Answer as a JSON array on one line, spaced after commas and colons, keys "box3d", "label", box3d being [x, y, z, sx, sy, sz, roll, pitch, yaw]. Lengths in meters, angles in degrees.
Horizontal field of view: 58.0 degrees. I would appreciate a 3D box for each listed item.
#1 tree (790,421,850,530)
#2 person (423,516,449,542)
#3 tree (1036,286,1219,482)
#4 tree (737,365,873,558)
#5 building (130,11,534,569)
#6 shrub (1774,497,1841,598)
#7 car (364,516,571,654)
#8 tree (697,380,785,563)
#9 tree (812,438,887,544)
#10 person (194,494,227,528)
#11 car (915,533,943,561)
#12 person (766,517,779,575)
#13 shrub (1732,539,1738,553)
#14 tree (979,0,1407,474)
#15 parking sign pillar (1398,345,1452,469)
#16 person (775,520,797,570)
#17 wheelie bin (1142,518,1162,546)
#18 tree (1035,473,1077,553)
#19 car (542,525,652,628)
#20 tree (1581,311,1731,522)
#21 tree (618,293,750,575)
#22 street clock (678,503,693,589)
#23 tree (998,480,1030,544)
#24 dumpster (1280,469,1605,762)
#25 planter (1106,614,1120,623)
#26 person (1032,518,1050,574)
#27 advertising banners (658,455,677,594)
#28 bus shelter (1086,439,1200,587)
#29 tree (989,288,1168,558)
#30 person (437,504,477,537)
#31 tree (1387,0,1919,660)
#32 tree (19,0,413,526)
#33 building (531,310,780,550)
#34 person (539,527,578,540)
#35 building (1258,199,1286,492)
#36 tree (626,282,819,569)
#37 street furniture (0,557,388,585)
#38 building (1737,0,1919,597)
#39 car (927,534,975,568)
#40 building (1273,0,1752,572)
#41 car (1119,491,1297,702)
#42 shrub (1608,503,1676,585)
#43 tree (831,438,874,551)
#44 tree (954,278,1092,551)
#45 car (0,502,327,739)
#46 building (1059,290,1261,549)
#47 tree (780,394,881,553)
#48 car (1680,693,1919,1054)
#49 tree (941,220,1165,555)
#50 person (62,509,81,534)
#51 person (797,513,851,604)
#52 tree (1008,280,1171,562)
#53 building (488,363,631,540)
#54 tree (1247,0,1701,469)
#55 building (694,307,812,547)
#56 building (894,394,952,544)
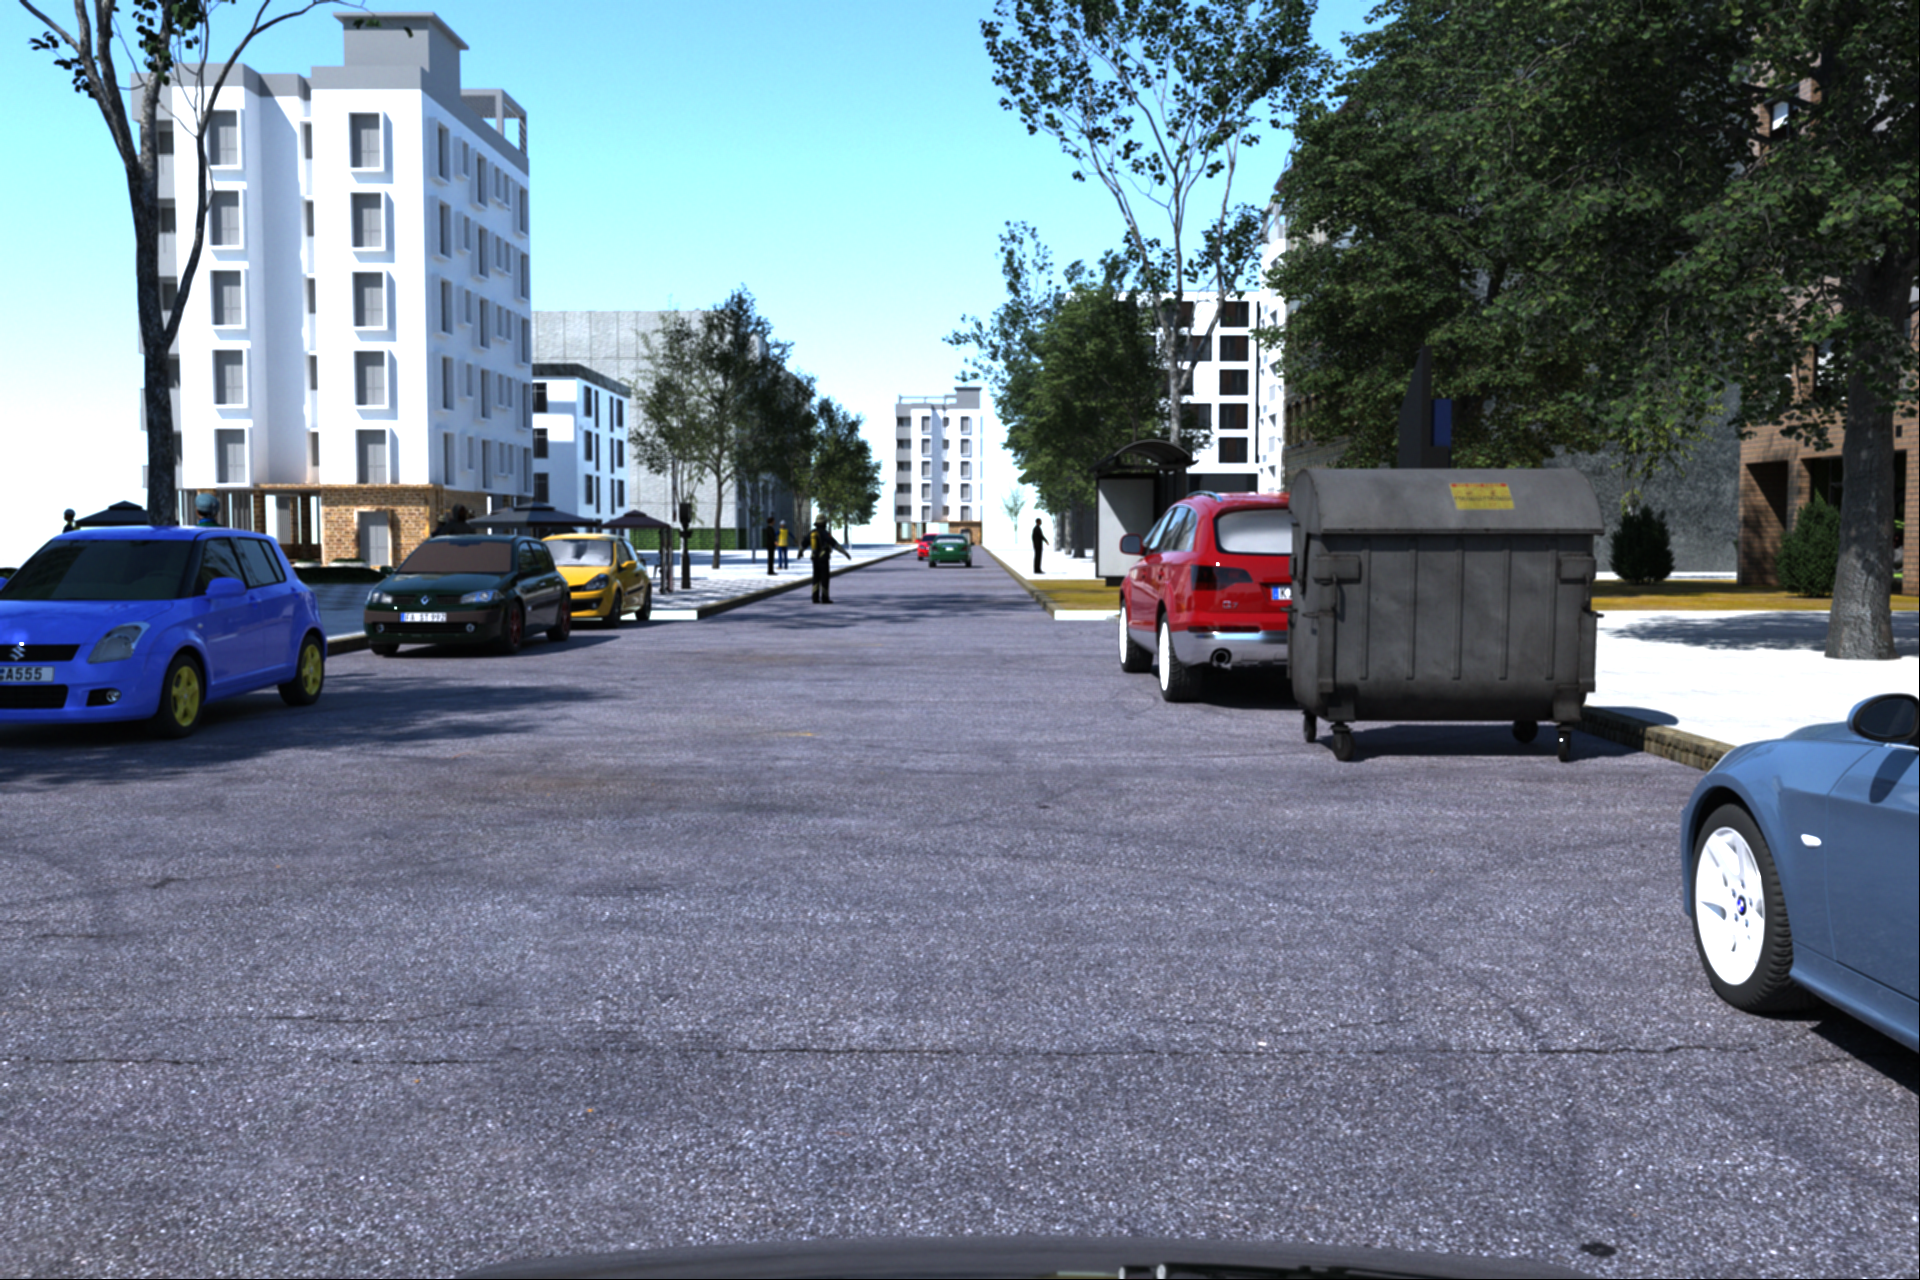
[{"box3d": [-8.419, -9.540, 106.334, 4.737, 8.622, 4.395, 0, 3, 0], "label": "tree"}, {"box3d": [-16.100, -2.939, 53.840, 0.705, 1.856, 1.354, 3, 5, 41], "label": "person"}, {"box3d": [6.316, -8.042, 65.906, 7.601, 10.594, 8.767, -2, 4, -25], "label": "tree"}, {"box3d": [-8.611, -9.815, 94.880, 8.767, 10.594, 7.601, 1, 4, 12], "label": "tree"}, {"box3d": [-24.117, -12.711, 64.253, 16.016, 20.090, 11.380, 0, 4, 1], "label": "building"}, {"box3d": [17.179, -1.854, 34.728, 1.690, 2.028, 1.600, 0, 3, 0], "label": "shrub"}, {"box3d": [-6.130, -0.738, 21.849, 2.009, 1.686, 4.222, 0, 4, 0], "label": "car"}, {"box3d": [-8.862, -7.683, 75.984, 4.360, 8.622, 3.978, 0, 3, 0], "label": "tree"}, {"box3d": [-14.381, -19.165, 220.005, 9.857, 13.997, 8.962, 0, 3, 0], "label": "tree"}, {"box3d": [-7.175, -0.484, 16.494, 0.704, 1.817, 1.347, 3, 4, 38], "label": "person"}, {"box3d": [-1.371, -5.214, 94.283, 2.155, 1.783, 4.494, 0, 4, 0], "label": "car"}, {"box3d": [-5.879, -2.934, 54.164, 0.705, 1.806, 1.347, -1, 4, -14], "label": "person"}, {"box3d": [20.945, -2.492, 44.790, 1.661, 2.075, 1.752, 0, 3, 0], "label": "shrub"}, {"box3d": [7.614, -11.844, 49.543, 12.611, 20.169, 13.585, 0, 3, 0], "label": "tree"}, {"box3d": [6.792, -2.260, 25.428, 1.447, 3.967, 1.447, 0, 4, 0], "label": "parking sign pillar"}, {"box3d": [-6.433, -3.434, 62.607, 1.216, 1.772, 0.721, -2, 4, -30], "label": "person"}, {"box3d": [3.879, -1.551, 33.270, 0.693, 1.594, 0.980, 0, 4, -1], "label": "wheelie bin"}, {"box3d": [6.308, -10.235, 117.704, 4.360, 8.622, 3.978, 0, 3, 0], "label": "tree"}, {"box3d": [-6.033, -1.057, 27.504, 2.015, 1.641, 3.980, 0, 4, 0], "label": "car"}, {"box3d": [18.905, -5.978, 48.095, 4.737, 8.622, 4.395, 0, 3, 0], "label": "tree"}, {"box3d": [-8.905, -6.336, 53.956, 4.360, 8.622, 3.978, 0, 3, 0], "label": "tree"}, {"box3d": [-6.374, -2.181, 40.234, 0.358, 2.002, 0.471, 0, 4, 0], "label": "street clock"}, {"box3d": [7.558, -16.805, 225.124, 4.360, 8.622, 3.978, 0, 3, 0], "label": "tree"}, {"box3d": [3.115, -0.193, 11.370, 1.865, 1.857, 1.264, 0, 4, 0], "label": "dumpster"}, {"box3d": [3.409, -0.442, 28.365, 1.991, 0.319, 1.994, 0, 3, 0], "label": "planter"}, {"box3d": [2.561, -3.050, 56.088, 0.704, 1.802, 1.346, -1, 4, -18], "label": "person"}, {"box3d": [-6.370, -2.552, 37.906, 0.090, 3.025, 2.074, 0, 4, 1], "label": "advertising banners"}, {"box3d": [4.095, -2.799, 39.683, 2.014, 3.302, 5.546, 0, 3, 0], "label": "bus shelter"}, {"box3d": [6.377, -11.322, 91.769, 9.857, 13.997, 8.962, 0, 3, 0], "label": "tree"}, {"box3d": [-8.849, -1.503, 30.702, 0.705, 1.813, 1.348, 2, 4, 35], "label": "person"}, {"box3d": [9.252, -6.786, 17.607, 9.857, 13.997, 8.962, 0, 3, 0], "label": "tree"}, {"box3d": [-12.464, -10.262, 23.678, 12.611, 20.169, 13.585, 0, 3, 0], "label": "tree"}, {"box3d": [-26.076, -17.512, 152.770, 16.747, 18.905, 31.486, 0, 4, 0], "label": "building"}, {"box3d": [-9.302, -2.095, 40.525, 1.348, 1.796, 0.705, -1, 4, -16], "label": "person"}, {"box3d": [22.257, -14.793, 98.288, 16.016, 20.090, 11.380, 0, 3, 0], "label": "building"}, {"box3d": [-8.666, -7.900, 63.583, 7.601, 10.594, 8.767, -1, 4, -12], "label": "tree"}, {"box3d": [-19.927, -1.770, 44.565, 10.072, 0.657, 5.734, -1, 4, -15], "label": "street furniture"}, {"box3d": [29.107, -12.992, 18.996, 21.656, 26.213, 47.522, 0, 4, 0], "label": "building"}, {"box3d": [-0.406, -3.873, 75.129, 2.131, 1.459, 4.920, 0, 4, 1], "label": "car"}, {"box3d": [23.231, -14.396, 66.302, 19.493, 23.208, 18.063, 0, 4, 1], "label": "building"}, {"box3d": [2.716, -0.468, 16.332, 2.281, 1.827, 5.304, 0, 4, -1], "label": "car"}, {"box3d": [17.140, -2.412, 43.481, 1.661, 2.075, 1.752, 0, 3, 0], "label": "shrub"}, {"box3d": [-8.385, -11.104, 131.918, 4.737, 8.622, 4.395, 0, 3, 0], "label": "tree"}, {"box3d": [6.366, -16.659, 128.260, 12.611, 20.169, 13.585, 0, 3, 0], "label": "tree"}, {"box3d": [-6.261, -0.223, 13.240, 1.945, 1.707, 3.694, 0, 3, 0], "label": "car"}, {"box3d": [22.907, -19.435, 161.739, 27.936, 21.610, 32.646, 0, 3, 0], "label": "building"}, {"box3d": [-8.959, -11.093, 115.787, 8.767, 10.594, 7.601, 3, 5, 44], "label": "tree"}, {"box3d": [3.172, 0.506, 3.732, 2.014, 1.417, 4.499, 0, 4, 0], "label": "car"}, {"box3d": [5.290, -15.312, 106.232, 12.611, 20.169, 13.585, 0, 3, 0], "label": "tree"}, {"box3d": [-19.323, -1.934, 37.584, 0.705, 1.833, 1.349, 0, 4, -5], "label": "person"}, {"box3d": [-2.850, -1.679, 35.683, 1.354, 1.856, 0.705, 2, 4, 33], "label": "person"}, {"box3d": [6.008, -9.799, 78.343, 7.486, 12.596, 7.792, 0, 3, 0], "label": "tree"}, {"box3d": [-23.395, -9.614, 99.340, 9.099, 9.664, 28.070, 0, 4, 0], "label": "building"}, {"box3d": [10.490, -7.920, 36.156, 9.857, 13.997, 8.962, 0, 3, 0], "label": "tree"}, {"box3d": [-25.372, -21.191, 177.399, 19.493, 23.208, 18.063, 0, 4, 0], "label": "building"}, {"box3d": [-8.084, -22.397, 225.070, 11.380, 20.090, 16.016, -1, 4, -8], "label": "building"}]
